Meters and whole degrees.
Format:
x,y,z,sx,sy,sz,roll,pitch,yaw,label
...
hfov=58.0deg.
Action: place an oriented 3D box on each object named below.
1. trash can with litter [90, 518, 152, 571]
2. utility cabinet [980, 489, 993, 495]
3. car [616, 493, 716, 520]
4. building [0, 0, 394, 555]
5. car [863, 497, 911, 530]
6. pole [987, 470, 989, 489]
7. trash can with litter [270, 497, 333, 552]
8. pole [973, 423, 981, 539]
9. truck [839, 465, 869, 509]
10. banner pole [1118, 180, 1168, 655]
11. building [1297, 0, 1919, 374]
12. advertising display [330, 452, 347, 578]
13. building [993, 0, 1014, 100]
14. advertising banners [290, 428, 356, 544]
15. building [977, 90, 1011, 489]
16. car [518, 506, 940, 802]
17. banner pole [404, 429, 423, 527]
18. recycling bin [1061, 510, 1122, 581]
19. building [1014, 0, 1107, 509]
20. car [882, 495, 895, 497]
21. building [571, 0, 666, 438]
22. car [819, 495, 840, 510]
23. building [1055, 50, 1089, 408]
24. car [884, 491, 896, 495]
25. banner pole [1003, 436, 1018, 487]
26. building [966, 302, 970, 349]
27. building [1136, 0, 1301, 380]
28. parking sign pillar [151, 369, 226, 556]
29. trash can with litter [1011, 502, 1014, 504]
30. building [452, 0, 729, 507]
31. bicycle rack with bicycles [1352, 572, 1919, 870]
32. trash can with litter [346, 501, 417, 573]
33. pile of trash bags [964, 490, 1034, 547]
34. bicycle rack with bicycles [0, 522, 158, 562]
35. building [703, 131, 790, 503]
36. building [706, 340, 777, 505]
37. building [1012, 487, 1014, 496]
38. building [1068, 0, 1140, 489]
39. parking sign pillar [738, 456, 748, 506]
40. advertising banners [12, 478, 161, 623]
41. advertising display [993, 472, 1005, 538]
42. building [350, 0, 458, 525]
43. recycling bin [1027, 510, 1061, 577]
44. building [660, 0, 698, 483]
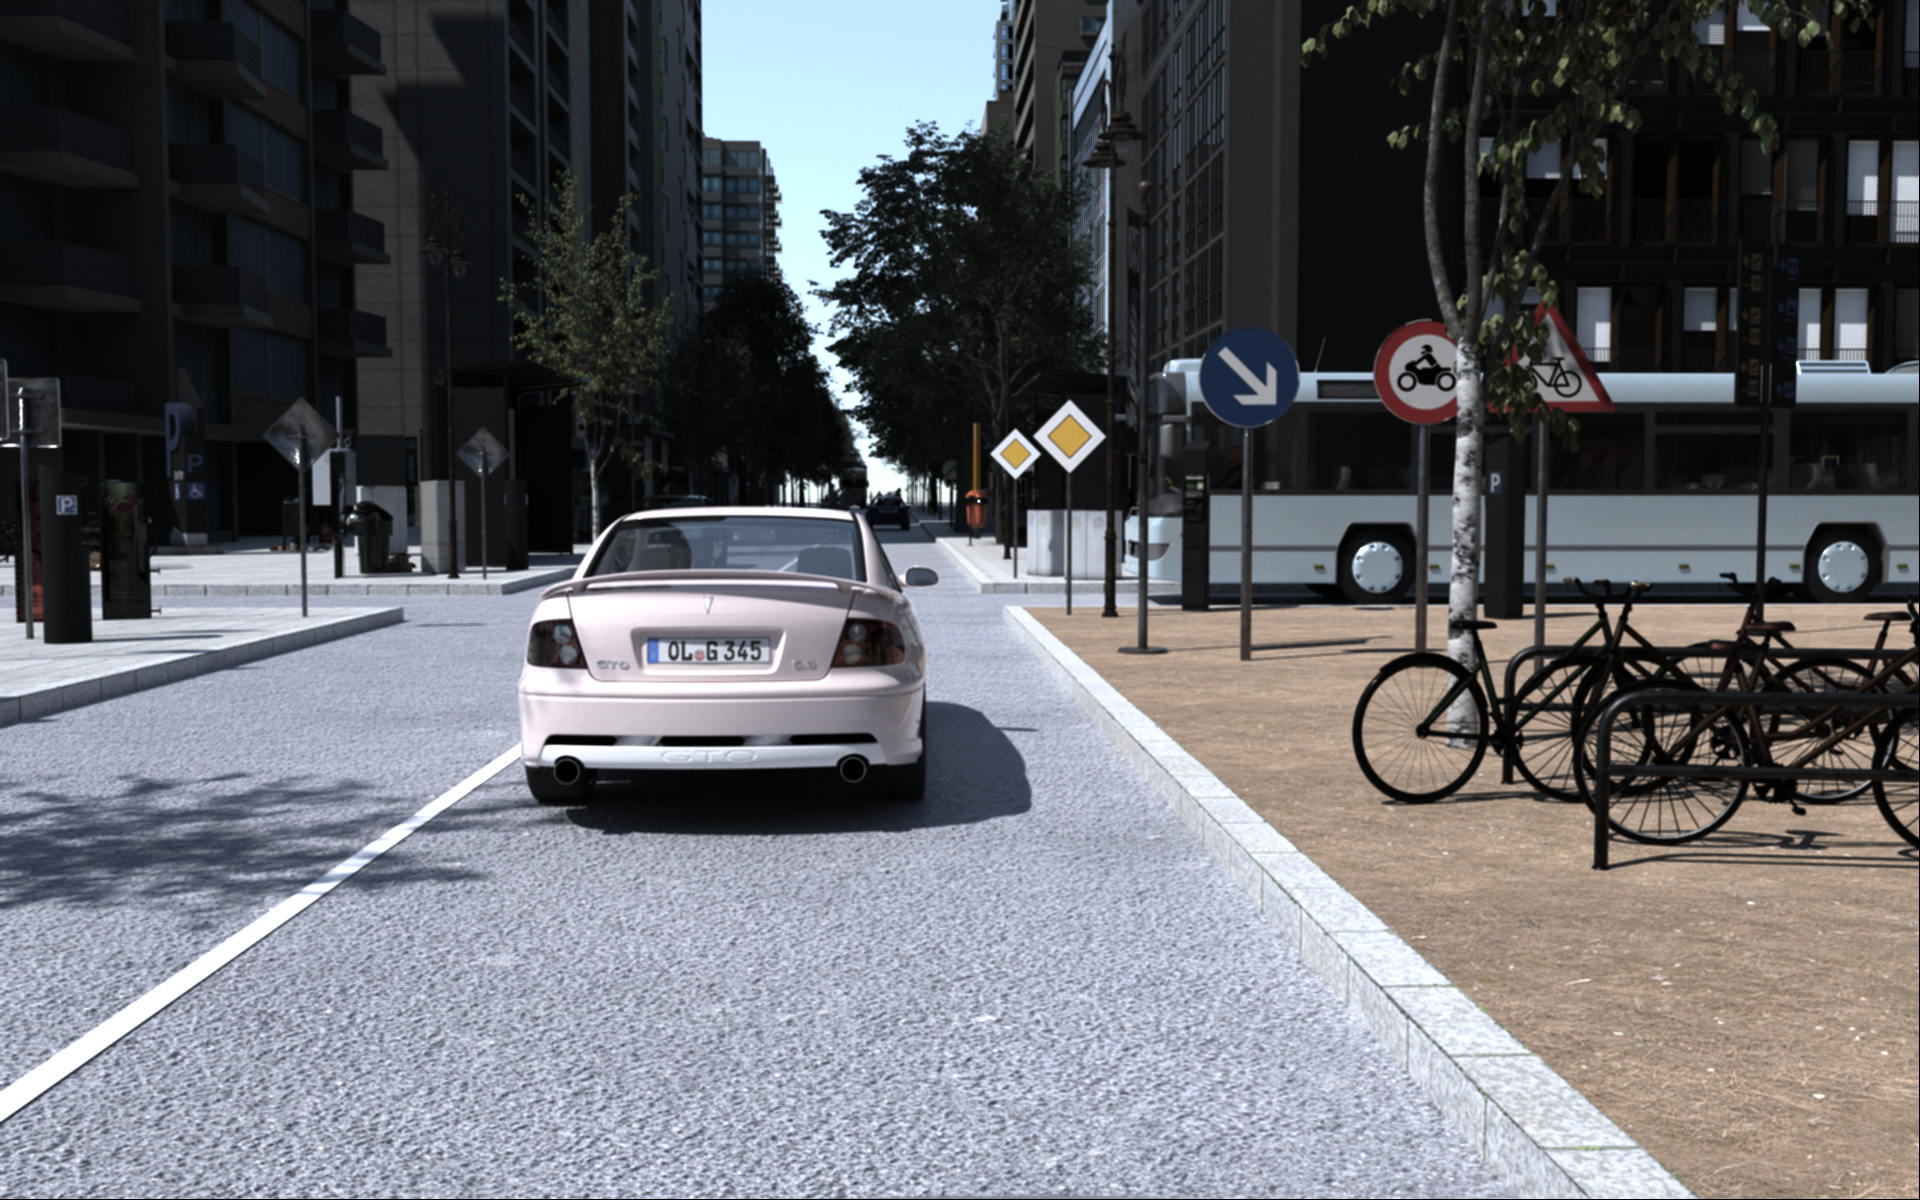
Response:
x,y,z,sx,sy,sz,roll,pitch,yaw,label
-14.244,-1.092,29.249,0.624,1.170,1.055,1,4,14,trash can with litter
0.740,-3.751,70.000,1.173,1.500,0.318,2,4,26,utility cabinet
-5.469,-1.423,33.057,2.009,1.686,4.222,0,4,-1,car
-29.185,-24.028,47.482,22.147,44.769,28.867,0,4,-2,building
-2.939,-3.502,69.843,1.945,1.354,3.894,0,4,-4,car
1.487,-6.132,94.104,0.158,3.312,0.155,0,3,0,pole
-14.937,-1.744,39.574,1.678,1.210,2.233,1,4,16,trash can with litter
0.489,-3.417,49.717,0.158,3.312,0.155,0,3,0,pole
-10.304,-11.023,169.140,2.839,4.237,11.283,0,4,-3,truck
1.406,-1.449,13.704,0.401,3.779,0.863,1,4,19,banner pole
17.137,-12.866,40.043,15.834,23.373,12.332,0,4,-2,building
-9.580,-1.315,26.710,0.123,1.923,0.974,-1,4,-13,advertising display
13.221,-56.112,230.094,22.319,86.520,31.000,0,4,-2,building
-16.614,-3.003,45.292,0.090,3.025,2.074,2,4,31,advertising banners
13.208,-35.545,204.854,21.300,48.544,21.600,0,4,-2,building
-1.136,0.177,9.474,2.083,1.381,4.827,0,4,-2,car
-20.980,-4.696,66.789,0.863,3.779,0.401,-1,4,-17,banner pole
2.008,-0.826,26.064,0.722,1.027,0.722,1,4,21,recycling bin
15.566,-31.251,134.660,21.300,48.544,21.600,0,4,-2,building
-5.640,-7.701,138.499,1.945,1.354,3.894,0,4,-3,car
-26.311,-25.920,107.387,14.154,41.232,14.086,0,4,-2,building
-8.939,-6.772,122.729,2.014,1.417,4.499,0,4,-1,car
13.198,-21.117,116.970,14.160,30.474,14.107,0,4,-2,building
-9.611,-14.517,246.022,2.281,1.827,5.304,0,4,-3,car
2.090,-5.058,72.714,0.863,3.779,0.401,2,4,25,banner pole
7.429,-29.505,254.109,14.160,30.474,14.107,0,4,-2,building
15.707,-16.902,69.854,14.314,27.812,24.014,0,4,-2,building
-16.401,-2.951,36.716,1.447,3.967,1.447,-3,4,-39,parking sign pillar
1.857,-2.957,59.728,1.055,1.170,0.624,2,4,34,trash can with litter
-31.008,-43.599,151.090,20.563,71.187,20.611,0,4,-2,building
3.041,0.402,6.813,2.925,0.926,2.852,1,4,9,bicycle rack with bicycles
-9.385,-1.023,28.118,0.624,1.170,1.055,2,4,24,trash can with litter
1.535,-1.996,42.389,3.447,1.369,1.912,3,4,36,pile of trash bags
-17.095,-1.231,33.509,2.925,0.926,2.852,-1,4,-13,bicycle rack with bicycles
-35.619,-37.661,235.369,23.786,49.044,30.456,0,4,-2,building
-36.513,-22.089,206.200,27.650,21.520,28.899,0,4,-2,building
20.518,-28.501,157.878,32.217,40.220,23.993,0,4,-2,building
12.740,-16.744,91.779,12.078,24.808,19.932,0,4,-2,building
-12.136,-6.614,96.610,1.447,3.967,1.447,0,4,-1,parking sign pillar
-9.161,-1.291,17.291,2.074,3.025,0.090,-2,4,-28,advertising banners
1.196,-2.792,50.856,0.123,1.923,0.974,1,4,22,advertising display
-26.918,-39.218,79.467,20.563,71.187,20.611,0,4,-2,building
1.532,-0.903,27.325,0.722,1.027,0.722,-2,4,-28,recycling bin
-34.094,-32.921,127.499,28.713,52.752,27.495,0,4,-2,building
